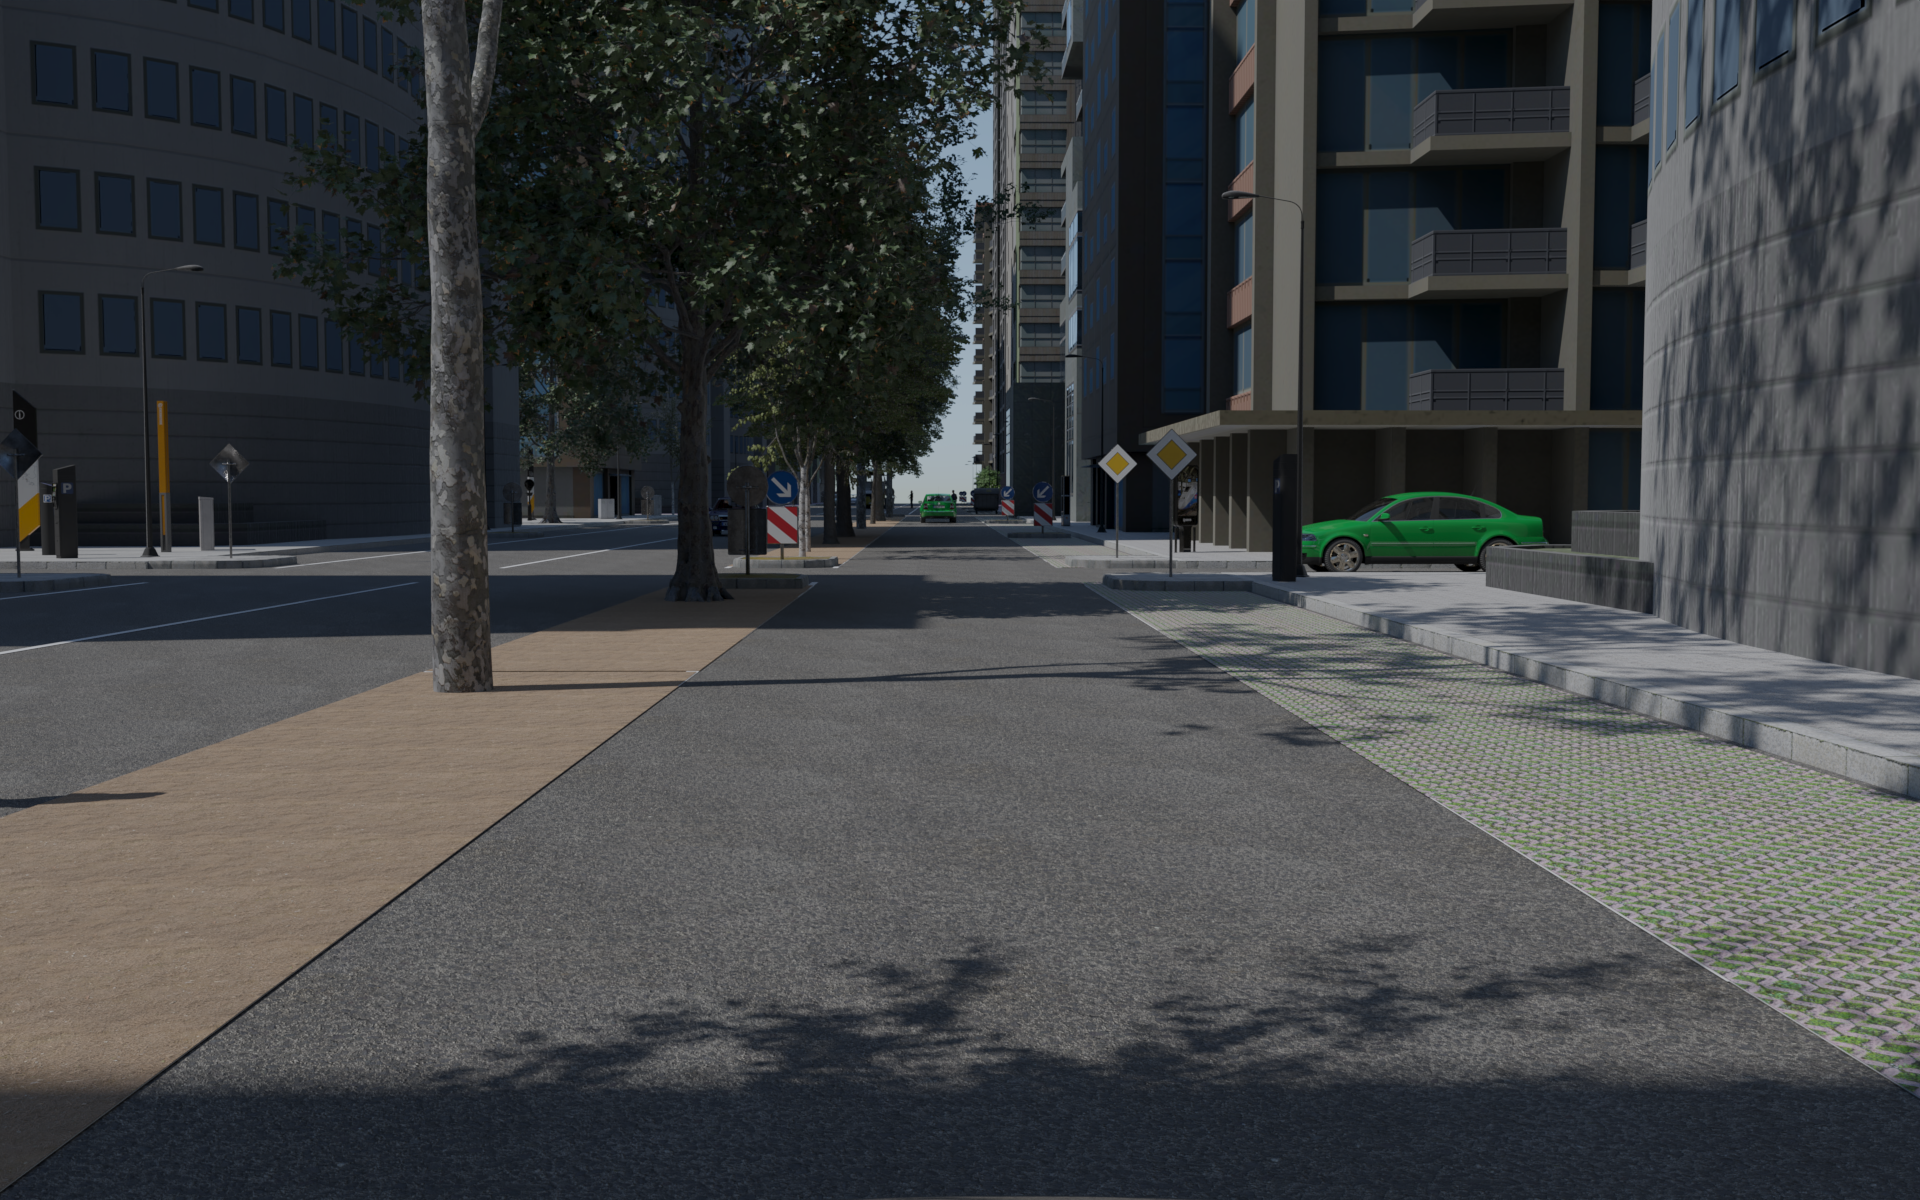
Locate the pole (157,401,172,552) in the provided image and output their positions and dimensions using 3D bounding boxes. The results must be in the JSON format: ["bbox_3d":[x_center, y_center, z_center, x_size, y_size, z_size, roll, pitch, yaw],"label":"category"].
[{"bbox_3d":[-17.491,-2.705,38.067,0.158,3.312,0.155,0,3,0],"label":"pole"}]

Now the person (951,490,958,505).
[{"bbox_3d":[-0.627,-7.669,134.411,0.750,1.759,0.617,-2,4,-33],"label":"person"}]

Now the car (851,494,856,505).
[{"bbox_3d":[-12.415,-11.573,201.218,2.014,1.417,4.499,0,4,-2],"label":"car"}]

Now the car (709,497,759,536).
[{"bbox_3d":[-7.815,-2.910,60.162,1.945,1.354,3.894,0,4,-2],"label":"car"}]

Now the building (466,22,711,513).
[{"bbox_3d":[-28.866,-37.229,150.686,21.231,58.520,28.212,0,4,-1],"label":"building"}]

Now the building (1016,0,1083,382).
[{"bbox_3d":[10.836,-26.740,120.785,14.154,41.232,14.086,0,4,-1],"label":"building"}]

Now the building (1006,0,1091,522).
[{"bbox_3d":[14.295,-47.708,92.690,22.319,86.520,31.000,0,4,-1],"label":"building"}]

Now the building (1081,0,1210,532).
[{"bbox_3d":[12.009,-25.276,63.371,14.600,45.320,14.200,0,4,-1],"label":"building"}]

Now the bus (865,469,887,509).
[{"bbox_3d":[-8.492,-11.052,172.243,2.896,3.916,12.252,0,3,0],"label":"bus"}]

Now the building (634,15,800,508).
[{"bbox_3d":[-30.831,-40.621,206.157,21.231,58.520,28.212,0,4,-1],"label":"building"}]

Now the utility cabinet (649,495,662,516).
[{"bbox_3d":[-18.225,-5.659,103.692,0.306,1.237,1.020,1,4,18],"label":"utility cabinet"}]

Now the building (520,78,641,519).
[{"bbox_3d":[-26.004,-27.270,95.978,14.600,45.320,14.200,0,4,-1],"label":"building"}]

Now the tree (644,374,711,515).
[{"bbox_3d":[-17.579,-9.593,107.212,4.360,8.622,3.978,0,3,0],"label":"tree"}]

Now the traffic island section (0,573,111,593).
[{"bbox_3d":[-14.459,-0.263,26.576,2.009,0.180,2.903,0,4,-1],"label":"traffic island section"}]

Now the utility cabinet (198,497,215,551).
[{"bbox_3d":[-17.224,-1.740,39.612,0.306,1.237,1.020,-2,4,-25],"label":"utility cabinet"}]

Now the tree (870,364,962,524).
[{"bbox_3d":[-4.169,-8.864,81.796,8.767,10.594,7.601,0,4,-1],"label":"tree"}]

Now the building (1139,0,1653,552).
[{"bbox_3d":[19.630,-23.893,45.283,28.867,44.769,22.147,0,4,-1],"label":"building"}]

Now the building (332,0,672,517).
[{"bbox_3d":[-28.627,-35.506,122.527,21.231,58.520,28.212,0,4,-1],"label":"building"}]

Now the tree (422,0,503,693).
[{"bbox_3d":[-2.389,-9.345,11.142,12.611,20.169,13.585,0,3,0],"label":"tree"}]

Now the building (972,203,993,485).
[{"bbox_3d":[13.013,-36.694,254.568,22.147,44.769,28.867,0,4,-1],"label":"building"}]

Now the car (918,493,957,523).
[{"bbox_3d":[-1.114,-4.780,86.942,1.959,1.807,4.718,0,4,-2],"label":"car"}]

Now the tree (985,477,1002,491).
[{"bbox_3d":[3.923,-12.199,194.047,1.663,3.219,1.824,0,3,0],"label":"tree"}]

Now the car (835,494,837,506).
[{"bbox_3d":[-13.205,-10.368,181.321,2.131,1.459,4.920,0,4,1],"label":"car"}]

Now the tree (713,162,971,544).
[{"bbox_3d":[-3.593,-7.832,48.630,7.486,12.596,7.792,0,3,0],"label":"tree"}]

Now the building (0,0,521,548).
[{"bbox_3d":[-27.645,-31.224,52.504,21.231,58.520,28.212,0,4,-1],"label":"building"}]

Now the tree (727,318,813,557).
[{"bbox_3d":[-3.460,-5.182,37.540,4.737,8.622,4.395,0,3,0],"label":"tree"}]

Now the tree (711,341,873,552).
[{"bbox_3d":[-3.734,-5.465,42.176,4.360,8.622,3.978,0,3,0],"label":"tree"}]

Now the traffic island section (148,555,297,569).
[{"bbox_3d":[-14.566,-0.751,34.560,2.009,0.180,2.903,0,4,-1],"label":"traffic island section"}]

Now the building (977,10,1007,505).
[{"bbox_3d":[12.653,-48.368,229.062,20.563,71.187,20.611,0,4,-1],"label":"building"}]

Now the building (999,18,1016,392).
[{"bbox_3d":[18.501,-35.624,171.690,28.713,52.752,27.495,0,4,-1],"label":"building"}]

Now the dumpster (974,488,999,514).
[{"bbox_3d":[1.879,-7.058,123.621,1.865,1.857,1.264,0,4,-1],"label":"dumpster"}]

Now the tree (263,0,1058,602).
[{"bbox_3d":[-3.555,-6.322,22.836,9.611,12.733,9.660,0,3,0],"label":"tree"}]

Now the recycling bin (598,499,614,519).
[{"bbox_3d":[-18.213,-4.687,89.180,0.722,1.027,0.722,-1,4,-20],"label":"recycling bin"}]

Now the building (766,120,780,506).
[{"bbox_3d":[-25.680,-29.894,172.367,14.154,41.232,14.086,0,4,-1],"label":"building"}]

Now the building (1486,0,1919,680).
[{"bbox_3d":[17.079,-28.711,11.422,21.231,58.520,28.212,0,4,-1],"label":"building"}]

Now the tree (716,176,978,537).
[{"bbox_3d":[-3.838,-9.066,57.339,9.857,13.997,8.962,0,3,0],"label":"tree"}]

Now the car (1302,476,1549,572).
[{"bbox_3d":[8.077,-1.366,31.125,4.718,1.807,1.959,0,4,-1],"label":"car"}]

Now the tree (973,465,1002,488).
[{"bbox_3d":[3.151,-13.055,197.166,4.285,4.588,4.351,0,3,0],"label":"tree"}]

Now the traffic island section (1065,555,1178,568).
[{"bbox_3d":[3.174,-0.765,34.792,2.009,0.180,2.903,0,4,-1],"label":"traffic island section"}]

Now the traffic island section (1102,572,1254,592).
[{"bbox_3d":[3.281,-0.277,26.807,2.009,0.180,2.903,0,4,-1],"label":"traffic island section"}]

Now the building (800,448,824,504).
[{"bbox_3d":[-26.913,-35.018,256.135,14.154,41.232,14.086,0,4,-1],"label":"building"}]

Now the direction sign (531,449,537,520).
[{"bbox_3d":[-21.060,-5.707,85.309,0.379,3.537,0.876,-1,4,-9],"label":"direction sign"}]
